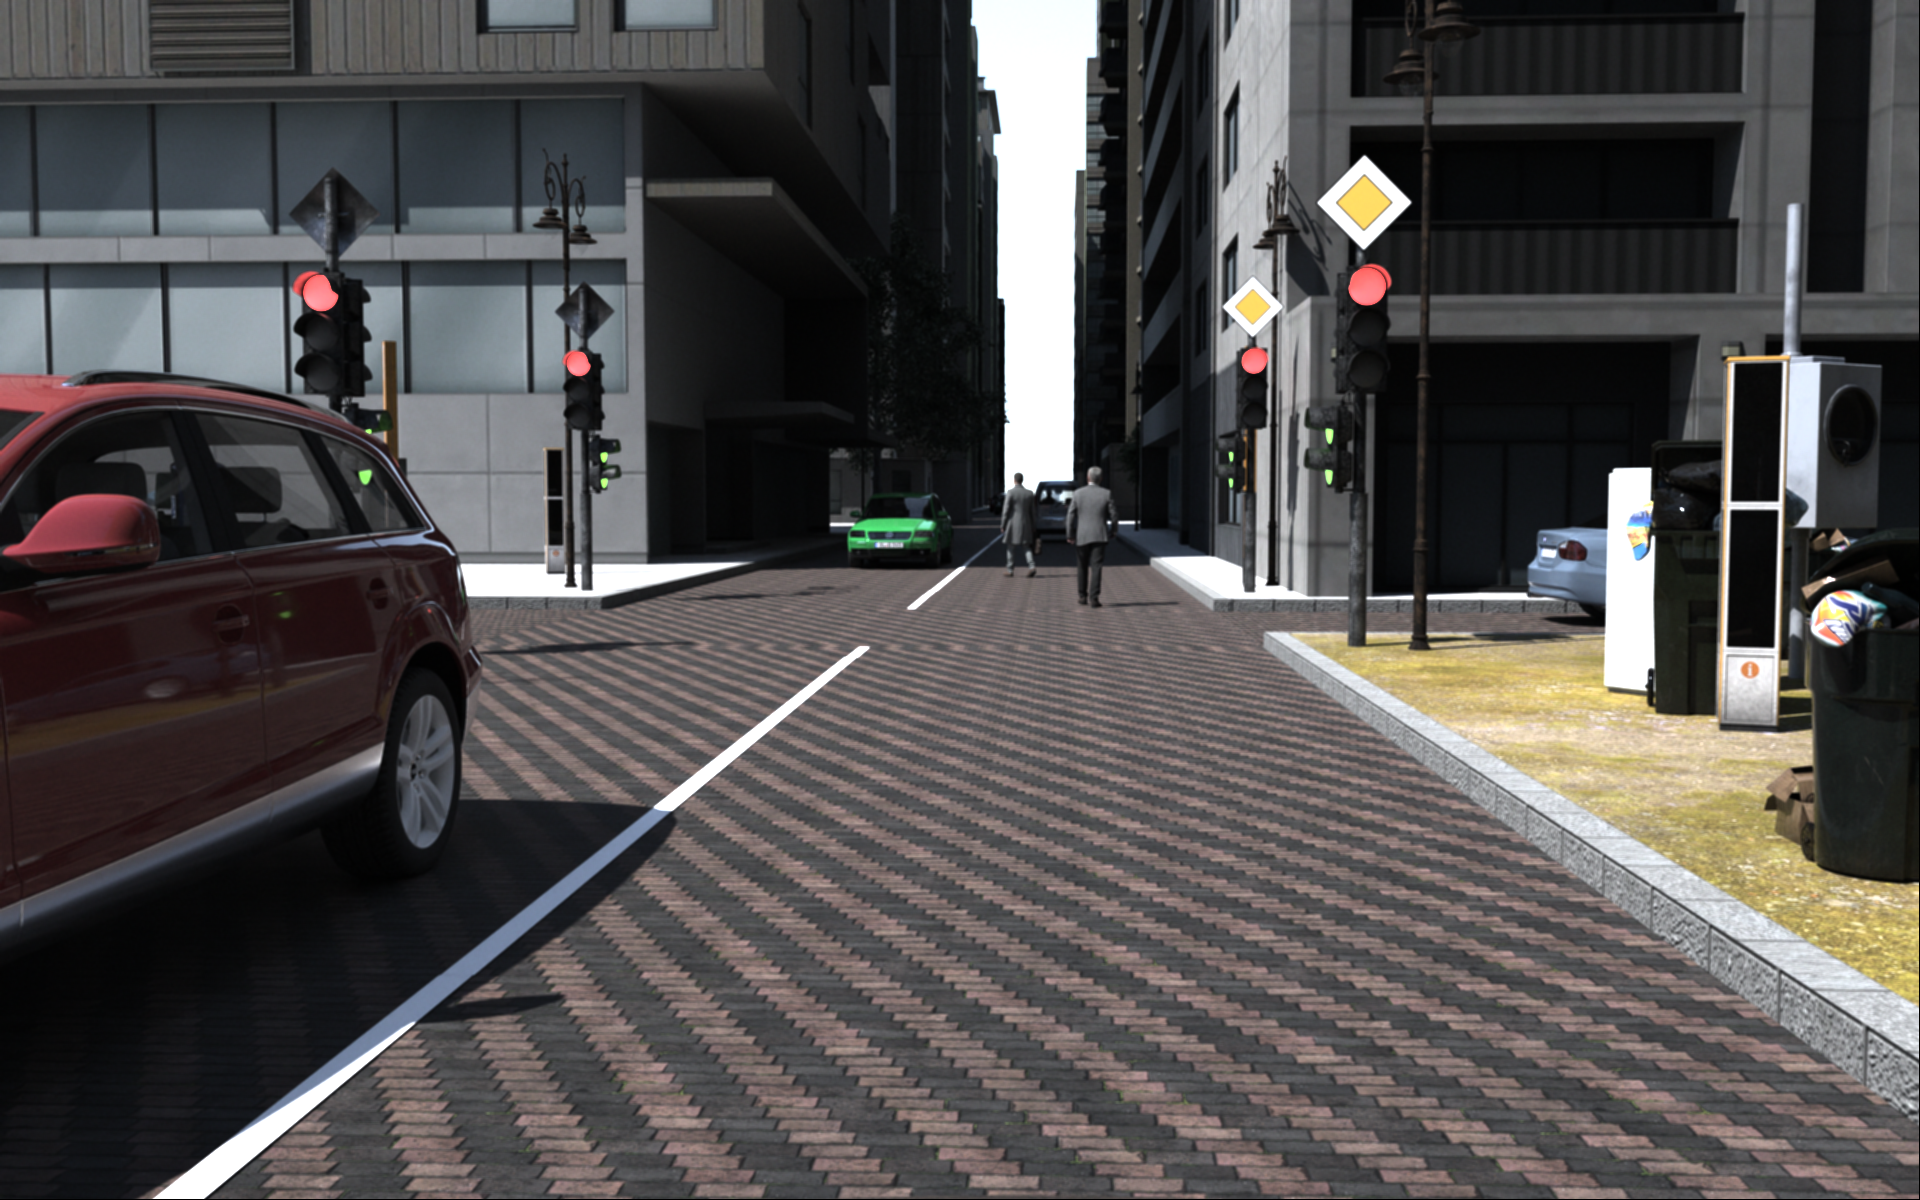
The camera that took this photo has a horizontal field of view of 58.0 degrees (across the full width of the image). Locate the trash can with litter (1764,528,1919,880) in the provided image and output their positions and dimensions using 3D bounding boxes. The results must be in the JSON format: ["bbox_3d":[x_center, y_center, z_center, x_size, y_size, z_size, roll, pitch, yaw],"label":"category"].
[{"bbox_3d":[3.130,0.323,6.108,0.624,1.170,1.055,0,4,5],"label":"trash can with litter"}]

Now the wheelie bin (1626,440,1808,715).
[{"bbox_3d":[4.420,-0.137,10.153,0.980,1.594,0.693,1,4,22],"label":"wheelie bin"}]

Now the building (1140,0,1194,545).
[{"bbox_3d":[16.786,-26.206,52.176,21.300,48.544,21.600,0,4,3],"label":"building"}]

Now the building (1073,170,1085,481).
[{"bbox_3d":[26.823,-37.998,244.972,21.300,48.544,21.600,0,4,3],"label":"building"}]

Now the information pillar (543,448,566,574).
[{"bbox_3d":[-6.513,-1.427,27.820,0.304,2.012,0.304,-1,4,-19],"label":"information pillar"}]

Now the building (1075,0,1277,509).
[{"bbox_3d":[23.422,-46.249,194.420,20.563,71.187,20.611,0,4,3],"label":"building"}]

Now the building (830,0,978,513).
[{"bbox_3d":[-5.754,-28.348,147.087,14.154,41.232,14.086,0,4,3],"label":"building"}]

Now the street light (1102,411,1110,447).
[{"bbox_3d":[8.387,-7.745,99.418,0.468,5.910,1.993,0,4,3],"label":"street light"}]

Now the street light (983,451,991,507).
[{"bbox_3d":[2.594,-12.238,172.872,0.468,5.910,1.993,0,4,3],"label":"street light"}]

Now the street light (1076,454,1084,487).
[{"bbox_3d":[12.826,-12.922,184.058,0.468,5.910,1.993,0,4,3],"label":"street light"}]

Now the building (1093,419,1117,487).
[{"bbox_3d":[22.579,-50.692,141.478,22.319,86.520,31.000,0,4,3],"label":"building"}]

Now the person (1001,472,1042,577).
[{"bbox_3d":[1.022,-1.299,29.847,0.694,1.812,0.767,-2,4,-26],"label":"person"}]

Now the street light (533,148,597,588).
[{"bbox_3d":[-5.355,-3.111,23.655,0.468,5.910,1.993,0,4,3],"label":"street light"}]

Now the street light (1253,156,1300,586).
[{"bbox_3d":[4.382,-3.142,24.152,0.468,5.910,1.993,0,4,3],"label":"street light"}]

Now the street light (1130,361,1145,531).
[{"bbox_3d":[6.171,-5.355,60.340,0.468,5.910,1.993,0,4,3],"label":"street light"}]

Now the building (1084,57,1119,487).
[{"bbox_3d":[18.925,-29.480,165.588,14.154,41.232,14.086,0,4,3],"label":"building"}]

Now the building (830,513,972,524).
[{"bbox_3d":[-6.749,-24.308,81.031,14.154,41.232,14.086,0,4,3],"label":"building"}]

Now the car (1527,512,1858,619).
[{"bbox_3d":[8.670,-0.439,19.182,4.499,1.417,2.014,0,4,3],"label":"car"}]

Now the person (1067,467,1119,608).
[{"bbox_3d":[1.694,-0.813,22.190,0.661,1.777,0.834,0,4,2],"label":"person"}]

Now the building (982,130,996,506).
[{"bbox_3d":[-3.662,-30.922,189.174,14.154,41.232,14.086,0,4,3],"label":"building"}]

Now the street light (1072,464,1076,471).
[{"bbox_3d":[14.750,-15.135,220.239,0.468,5.910,1.993,0,4,3],"label":"street light"}]

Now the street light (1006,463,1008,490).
[{"bbox_3d":[7.009,-17.330,256.126,0.468,5.910,1.993,0,4,3],"label":"street light"}]

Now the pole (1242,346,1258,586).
[{"bbox_3d":[4.009,-1.841,23.942,0.158,3.312,0.155,0,3,0],"label":"pole"}]

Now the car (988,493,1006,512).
[{"bbox_3d":[3.304,-7.889,138.027,2.155,1.783,4.494,0,4,4],"label":"car"}]

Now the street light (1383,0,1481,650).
[{"bbox_3d":[3.790,-2.527,14.108,0.468,5.910,1.993,0,4,3],"label":"street light"}]

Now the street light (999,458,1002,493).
[{"bbox_3d":[5.142,-15.096,219.610,0.468,5.910,1.993,0,4,3],"label":"street light"}]

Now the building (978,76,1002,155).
[{"bbox_3d":[-9.333,-38.830,224.101,28.713,52.752,27.495,0,4,3],"label":"building"}]

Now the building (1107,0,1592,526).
[{"bbox_3d":[17.655,-39.577,85.335,20.563,71.187,20.611,0,4,3],"label":"building"}]

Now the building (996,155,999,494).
[{"bbox_3d":[-2.735,-31.788,203.321,14.154,41.232,14.086,0,4,3],"label":"building"}]

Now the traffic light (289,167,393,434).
[{"bbox_3d":[-5.370,-1.592,14.945,0.839,4.253,0.868,0,4,3],"label":"traffic light"}]

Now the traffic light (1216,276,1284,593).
[{"bbox_3d":[3.756,-2.052,22.471,0.839,4.253,0.868,0,4,3],"label":"traffic light"}]

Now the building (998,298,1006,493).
[{"bbox_3d":[-0.762,-28.994,245.752,14.160,30.474,14.107,0,4,3],"label":"building"}]

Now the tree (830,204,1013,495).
[{"bbox_3d":[-3.180,-9.211,67.607,9.611,12.733,9.660,0,3,0],"label":"tree"}]

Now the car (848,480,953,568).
[{"bbox_3d":[-1.155,-1.597,34.905,1.959,1.807,4.718,0,4,5],"label":"car"}]

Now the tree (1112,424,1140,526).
[{"bbox_3d":[7.721,-5.216,69.003,4.285,4.588,4.351,0,3,0],"label":"tree"}]

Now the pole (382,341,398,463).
[{"bbox_3d":[-7.620,-1.797,23.216,0.158,3.312,0.155,0,3,0],"label":"pole"}]

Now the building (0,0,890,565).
[{"bbox_3d":[-16.098,-27.734,42.685,28.713,52.752,27.495,0,4,3],"label":"building"}]

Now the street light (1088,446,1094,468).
[{"bbox_3d":[10.260,-9.970,135.789,0.468,5.910,1.993,0,4,3],"label":"street light"}]

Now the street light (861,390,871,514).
[{"bbox_3d":[-3.363,-5.329,59.916,0.468,5.910,1.993,0,4,3],"label":"street light"}]

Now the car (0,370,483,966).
[{"bbox_3d":[-3.105,0.219,5.093,2.281,1.827,5.304,0,4,4],"label":"car"}]

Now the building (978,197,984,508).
[{"bbox_3d":[-5.046,-23.879,162.122,14.160,30.474,14.107,0,4,3],"label":"building"}]

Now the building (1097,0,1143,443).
[{"bbox_3d":[20.225,-28.014,112.648,22.147,44.769,28.867,0,4,3],"label":"building"}]

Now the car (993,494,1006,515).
[{"bbox_3d":[3.403,-6.731,121.856,2.131,1.459,4.920,0,4,4],"label":"car"}]

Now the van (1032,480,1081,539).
[{"bbox_3d":[3.016,-2.808,52.922,2.013,2.044,4.112,0,4,3],"label":"van"}]

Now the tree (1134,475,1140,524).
[{"bbox_3d":[8.167,-4.816,73.348,1.663,3.219,1.824,0,3,0],"label":"tree"}]

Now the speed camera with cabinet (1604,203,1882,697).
[{"bbox_3d":[5.197,-1.045,11.416,2.038,3.252,0.660,-2,4,-29],"label":"speed camera with cabinet"}]

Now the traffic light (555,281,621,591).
[{"bbox_3d":[-4.944,-2.079,22.918,0.839,4.253,0.868,0,4,3],"label":"traffic light"}]

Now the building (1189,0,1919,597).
[{"bbox_3d":[15.156,-36.133,29.023,20.611,71.187,20.563,0,4,3],"label":"building"}]

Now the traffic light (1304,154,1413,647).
[{"bbox_3d":[3.330,-1.564,14.497,0.839,4.253,0.868,0,4,3],"label":"traffic light"}]

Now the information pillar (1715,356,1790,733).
[{"bbox_3d":[4.302,-0.301,9.413,0.304,2.012,0.304,1,4,20],"label":"information pillar"}]

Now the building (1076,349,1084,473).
[{"bbox_3d":[28.791,-22.958,220.394,27.650,21.520,28.899,0,4,3],"label":"building"}]
